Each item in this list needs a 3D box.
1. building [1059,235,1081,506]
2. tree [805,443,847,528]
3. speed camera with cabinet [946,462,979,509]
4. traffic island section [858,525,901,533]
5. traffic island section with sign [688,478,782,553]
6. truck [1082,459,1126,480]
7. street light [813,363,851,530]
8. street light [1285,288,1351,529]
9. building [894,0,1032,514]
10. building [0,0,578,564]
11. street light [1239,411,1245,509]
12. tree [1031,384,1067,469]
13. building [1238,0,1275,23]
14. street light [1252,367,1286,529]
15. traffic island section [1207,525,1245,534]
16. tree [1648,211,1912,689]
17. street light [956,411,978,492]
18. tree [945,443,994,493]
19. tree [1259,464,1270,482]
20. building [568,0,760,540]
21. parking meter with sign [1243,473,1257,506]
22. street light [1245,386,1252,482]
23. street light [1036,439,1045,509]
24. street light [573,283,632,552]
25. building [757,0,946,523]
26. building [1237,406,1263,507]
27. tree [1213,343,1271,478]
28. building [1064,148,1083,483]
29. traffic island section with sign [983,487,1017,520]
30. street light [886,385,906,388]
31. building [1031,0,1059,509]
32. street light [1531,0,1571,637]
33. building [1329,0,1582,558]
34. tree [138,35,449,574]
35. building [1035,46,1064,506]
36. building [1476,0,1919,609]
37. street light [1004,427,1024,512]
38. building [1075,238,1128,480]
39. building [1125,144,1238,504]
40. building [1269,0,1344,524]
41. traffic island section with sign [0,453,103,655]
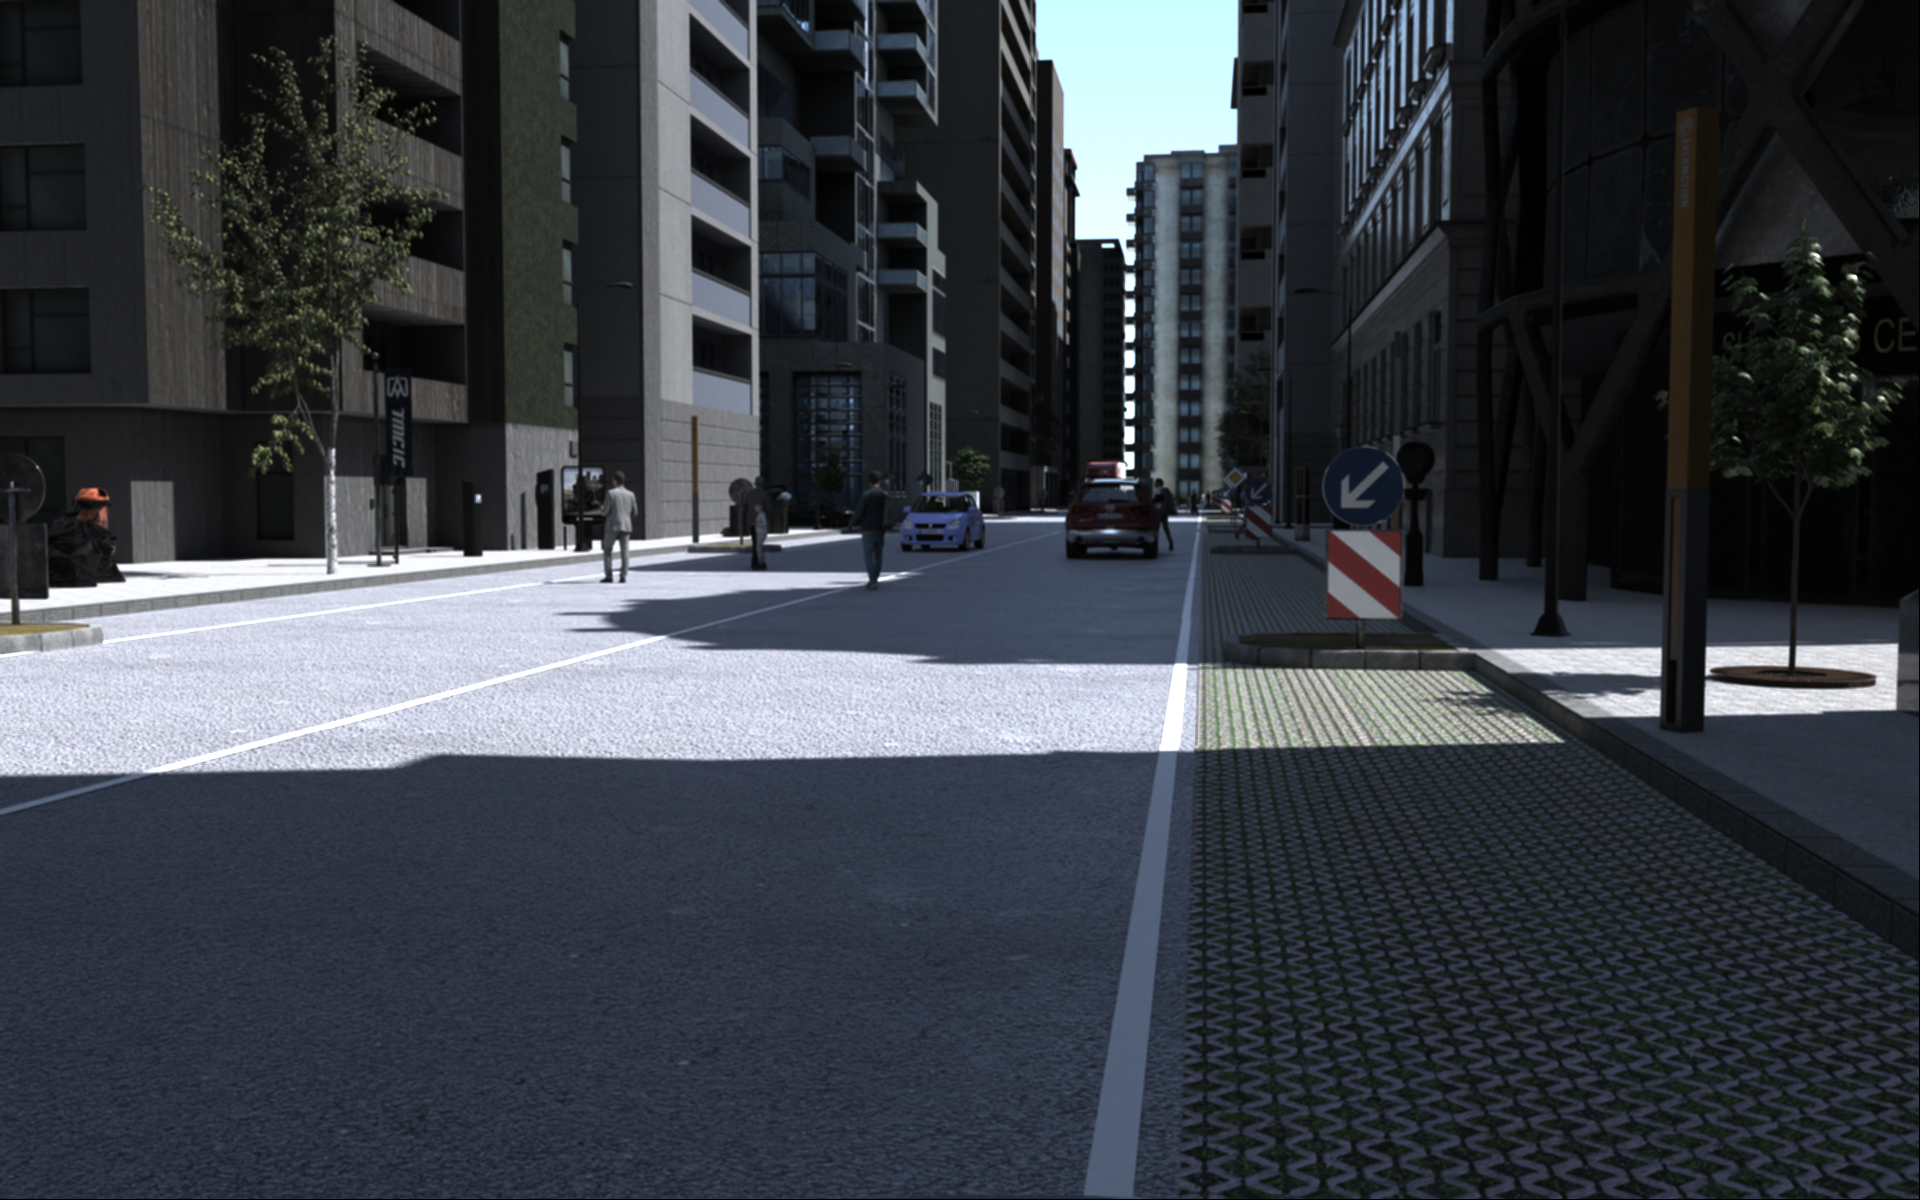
[{"bbox_3d":[5.820,-25.699,191.874,14.160,30.474,14.107,0,4,8],"label":"building"},{"bbox_3d":[-4.795,-4.331,65.420,1.663,3.219,1.824,0,3,0],"label":"tree"},{"bbox_3d":[0.136,-6.811,105.692,2.038,3.252,0.660,1,4,18],"label":"speed camera with cabinet"},{"bbox_3d":[-2.646,-2.658,65.746,2.009,0.180,2.903,0,4,8],"label":"traffic island section"},{"bbox_3d":[-5.507,-2.098,42.930,1.989,1.847,2.006,0,4,8],"label":"traffic island section with sign"},{"bbox_3d":[11.924,-9.365,142.028,2.839,4.237,11.283,1,4,10],"label":"truck"},{"bbox_3d":[-4.550,-5.454,61.712,1.470,5.913,1.316,0,4,8],"label":"street light"},{"bbox_3d":[8.212,-4.069,39.076,1.470,5.913,1.316,0,4,8],"label":"street light"},{"bbox_3d":[-6.565,-30.523,122.760,21.300,48.544,21.600,0,4,8],"label":"building"},{"bbox_3d":[-17.495,-16.239,37.212,14.160,30.474,14.107,0,4,8],"label":"building"},{"bbox_3d":[16.350,-7.635,97.377,1.470,5.913,1.316,0,4,8],"label":"street light"},{"bbox_3d":[4.387,-12.427,137.589,8.767,10.594,7.601,0,4,7],"label":"tree"},{"bbox_3d":[33.632,-32.724,124.271,28.713,52.752,27.495,0,4,8],"label":"building"},{"bbox_3d":[11.555,-5.569,63.592,1.470,5.913,1.316,0,4,8],"label":"street light"},{"bbox_3d":[10.170,-2.548,63.949,2.009,0.180,2.903,0,4,8],"label":"traffic island section"},{"bbox_3d":[5.846,-1.056,11.875,1.663,3.219,1.824,0,3,0],"label":"tree"},{"bbox_3d":[0.332,-7.637,97.402,1.470,5.913,1.316,0,4,8],"label":"street light"},{"bbox_3d":[0.612,-7.712,109.799,4.285,4.588,4.351,0,3,0],"label":"tree"},{"bbox_3d":[16.881,-6.051,93.528,1.663,3.219,1.824,0,3,0],"label":"tree"},{"bbox_3d":[-21.521,-31.481,56.708,28.212,58.520,21.231,0,4,8],"label":"building"},{"bbox_3d":[23.955,-8.905,141.856,1.738,3.016,0.543,-2,4,-35],"label":"parking meter with sign"},{"bbox_3d":[13.037,-6.201,73.935,1.470,5.913,1.316,0,4,8],"label":"street light"},{"bbox_3d":[7.020,-10.523,144.594,1.470,5.913,1.316,0,4,8],"label":"street light"},{"bbox_3d":[-7.886,-4.020,38.274,1.470,5.913,1.316,0,4,8],"label":"street light"},{"bbox_3d":[-12.096,-47.409,87.803,22.319,86.520,31.000,0,4,8],"label":"building"},{"bbox_3d":[37.748,-33.149,165.686,21.300,48.544,21.600,0,4,8],"label":"building"},{"bbox_3d":[19.028,-10.597,107.667,7.601,10.594,8.767,-2,4,-28],"label":"tree"},{"bbox_3d":[1.508,-34.217,214.079,28.867,44.769,22.147,0,4,8],"label":"building"},{"bbox_3d":[2.215,-5.465,97.973,1.989,1.847,2.006,0,4,8],"label":"traffic island section with sign"},{"bbox_3d":[-2.989,-6.183,73.634,1.470,5.913,1.316,0,4,8],"label":"street light"},{"bbox_3d":[-1.400,-44.102,159.325,20.563,71.187,20.611,0,4,8],"label":"building"},{"bbox_3d":[4.833,-2.636,15.644,1.470,5.913,1.316,0,4,8],"label":"street light"},{"bbox_3d":[18.876,-13.083,47.183,16.112,22.955,30.059,0,4,8],"label":"building"},{"bbox_3d":[-10.312,-4.722,27.560,4.737,8.622,4.395,0,3,0],"label":"tree"},{"bbox_3d":[3.119,-32.227,177.025,14.600,45.320,14.200,0,4,8],"label":"building"},{"bbox_3d":[15.648,-9.528,23.233,16.820,18.784,16.811,0,4,8],"label":"building"},{"bbox_3d":[3.730,-9.070,120.832,1.470,5.913,1.316,0,4,8],"label":"street light"},{"bbox_3d":[11.628,-33.998,247.747,23.993,40.220,32.217,0,4,8],"label":"building"},{"bbox_3d":[38.366,-37.920,239.599,30.456,49.044,23.786,0,4,8],"label":"building"},{"bbox_3d":[28.669,-32.709,76.796,28.212,58.520,21.231,0,4,8],"label":"building"},{"bbox_3d":[-9.259,-0.465,16.226,1.989,1.847,2.006,0,4,8],"label":"traffic island section with sign"}]
